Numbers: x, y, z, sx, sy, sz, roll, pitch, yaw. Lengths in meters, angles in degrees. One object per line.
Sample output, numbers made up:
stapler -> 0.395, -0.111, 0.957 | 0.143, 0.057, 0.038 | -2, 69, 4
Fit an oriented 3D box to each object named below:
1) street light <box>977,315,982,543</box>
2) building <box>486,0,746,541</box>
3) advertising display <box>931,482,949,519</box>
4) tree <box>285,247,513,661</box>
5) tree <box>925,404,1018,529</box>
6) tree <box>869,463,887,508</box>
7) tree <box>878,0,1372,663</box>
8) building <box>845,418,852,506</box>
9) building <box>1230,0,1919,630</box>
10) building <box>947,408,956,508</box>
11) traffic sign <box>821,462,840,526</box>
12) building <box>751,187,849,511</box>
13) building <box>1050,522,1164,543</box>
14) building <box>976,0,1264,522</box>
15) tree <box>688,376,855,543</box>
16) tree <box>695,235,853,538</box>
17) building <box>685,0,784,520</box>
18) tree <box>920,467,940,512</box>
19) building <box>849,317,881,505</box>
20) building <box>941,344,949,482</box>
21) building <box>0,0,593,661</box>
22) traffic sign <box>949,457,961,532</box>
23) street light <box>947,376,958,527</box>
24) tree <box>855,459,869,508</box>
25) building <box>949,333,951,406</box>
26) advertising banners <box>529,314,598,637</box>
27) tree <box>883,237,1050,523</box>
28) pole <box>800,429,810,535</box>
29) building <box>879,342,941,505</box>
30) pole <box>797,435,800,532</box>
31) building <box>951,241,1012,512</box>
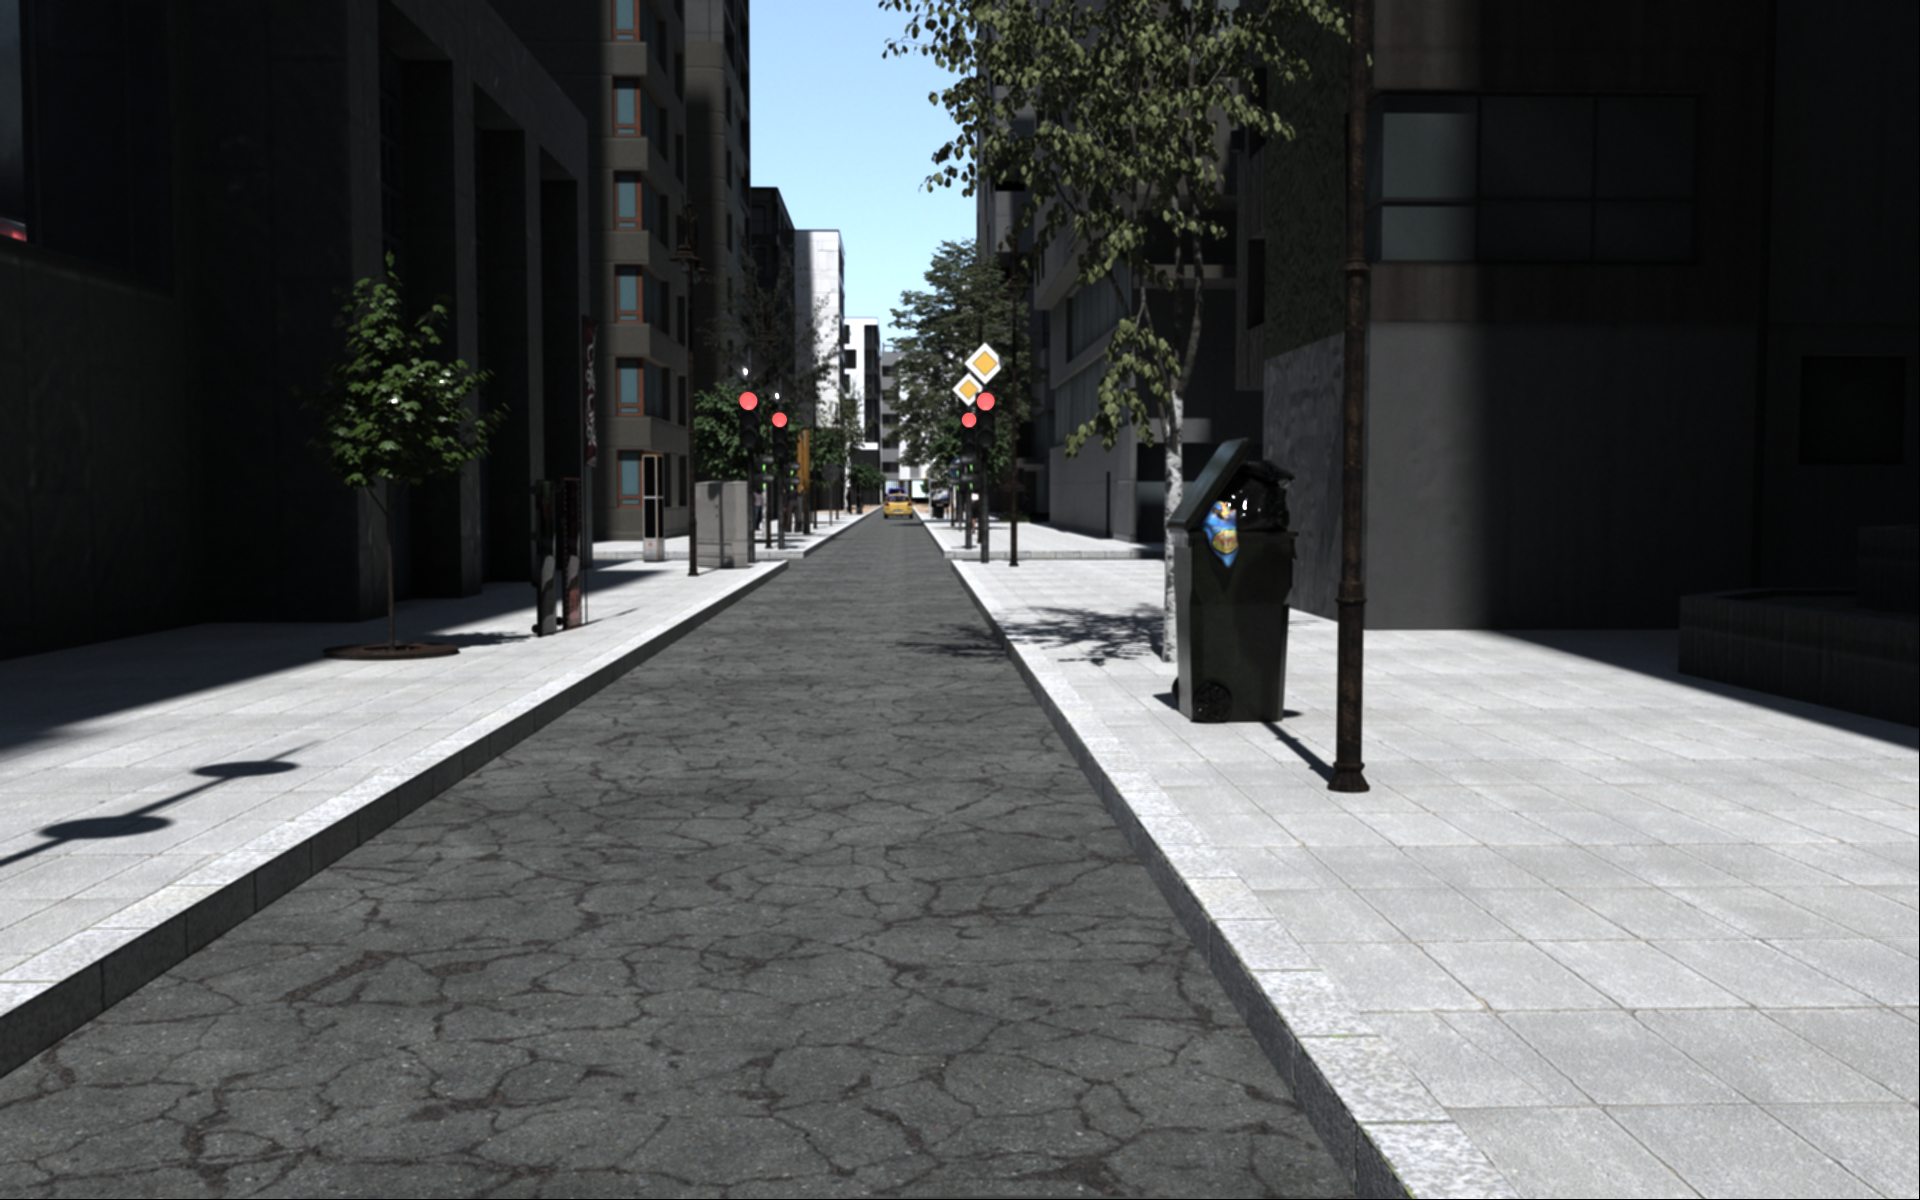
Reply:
street light -> 0.522, -4.414, 44.955 | 0.468, 5.910, 1.993 | 0, 4, -2
building -> -22.703, -13.183, 60.585 | 27.650, 21.520, 28.899 | 0, 4, -2
advertising display -> -1.028, -5.149, 89.395 | 0.974, 1.923, 0.123 | 1, 4, 13
tree -> -4.498, -1.164, 13.627 | 1.663, 3.219, 1.824 | 0, 3, 0
tree -> 0.408, -4.874, 63.411 | 4.285, 4.588, 4.351 | 0, 3, 0
tree -> -9.131, -10.933, 162.467 | 4.285, 4.588, 4.351 | 0, 3, 0
tree -> 1.389, -3.832, 13.011 | 4.737, 8.622, 4.395 | 0, 3, 0
building -> -25.555, -14.810, 184.297 | 28.070, 9.664, 9.099 | 0, 4, -2
building -> 10.611, -15.336, 22.451 | 14.160, 30.474, 14.107 | 0, 4, -2
building -> 3.591, -13.537, 163.483 | 9.099, 9.664, 28.070 | 0, 4, -2
traffic sign -> -5.204, -4.256, 69.688 | 0.768, 2.556, 0.104 | 0, 4, -2
building -> -23.187, -17.584, 131.466 | 27.936, 21.610, 32.646 | 0, 4, -2
building -> 16.339, -28.509, 55.363 | 27.495, 52.752, 28.713 | 0, 4, -2
building -> 14.891, -31.266, 100.442 | 28.713, 52.752, 27.495 | 0, 4, -2
tree -> -5.667, -3.783, 45.569 | 4.285, 4.588, 4.351 | 0, 3, 0
tree -> -5.452, -6.108, 50.228 | 4.360, 8.622, 3.978 | 0, 3, 0
building -> -19.899, -40.101, 93.910 | 20.563, 71.187, 20.611 | 0, 4, -2
tree -> -1.807, -7.872, 123.312 | 1.663, 3.219, 1.824 | 0, 3, 0
building -> -26.223, -22.604, 213.545 | 32.646, 21.610, 27.936 | 0, 4, -2
building -> 6.411, -20.021, 183.755 | 16.016, 20.091, 11.380 | 0, 4, -2
building -> -21.539, -43.016, 15.981 | 31.000, 86.520, 22.319 | 0, 4, -2
traffic sign -> 0.010, -3.606, 59.063 | 0.768, 2.556, 0.104 | 0, 4, 2
street light -> -0.289, -5.830, 68.110 | 0.468, 5.910, 1.993 | 0, 4, -2
tree -> -6.524, -5.644, 75.997 | 4.285, 4.588, 4.351 | 0, 3, 0
building -> 7.476, -17.564, 143.592 | 16.016, 20.091, 11.380 | 0, 4, -2
advertising banners -> -3.702, -1.236, 16.398 | 0.090, 3.025, 2.074 | 0, 4, 5
tree -> 0.373, -9.724, 77.110 | 7.486, 12.596, 7.792 | 0, 3, 0
pole -> -4.856, -3.725, 54.751 | 0.158, 3.312, 0.155 | 0, 3, 0
building -> -4.052, -21.617, 209.864 | 11.380, 20.091, 16.016 | 0, 4, -2
pole -> -5.404, -3.945, 58.348 | 0.158, 3.312, 0.155 | 0, 3, 0
building -> 7.666, -16.869, 132.234 | 16.016, 20.091, 11.380 | 0, 4, -2
